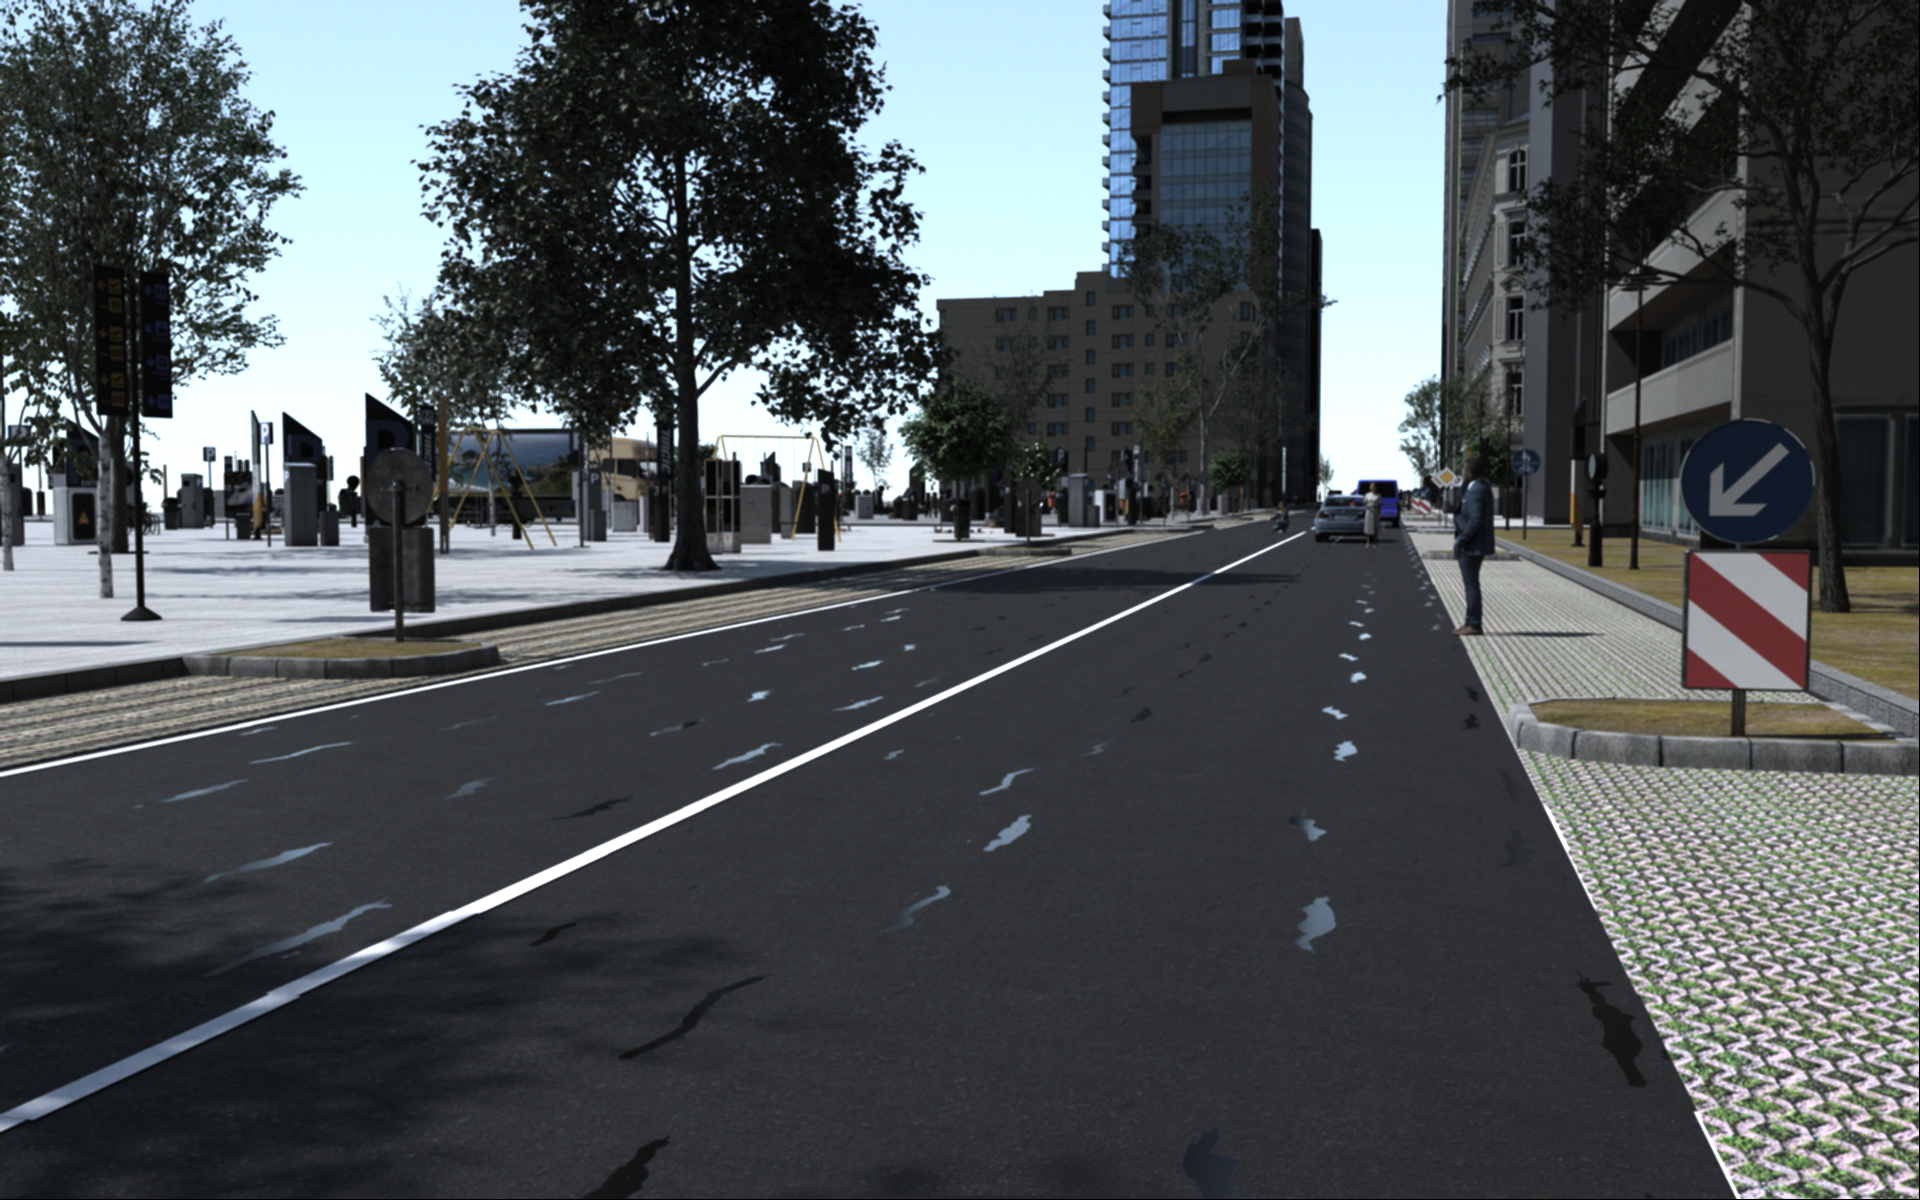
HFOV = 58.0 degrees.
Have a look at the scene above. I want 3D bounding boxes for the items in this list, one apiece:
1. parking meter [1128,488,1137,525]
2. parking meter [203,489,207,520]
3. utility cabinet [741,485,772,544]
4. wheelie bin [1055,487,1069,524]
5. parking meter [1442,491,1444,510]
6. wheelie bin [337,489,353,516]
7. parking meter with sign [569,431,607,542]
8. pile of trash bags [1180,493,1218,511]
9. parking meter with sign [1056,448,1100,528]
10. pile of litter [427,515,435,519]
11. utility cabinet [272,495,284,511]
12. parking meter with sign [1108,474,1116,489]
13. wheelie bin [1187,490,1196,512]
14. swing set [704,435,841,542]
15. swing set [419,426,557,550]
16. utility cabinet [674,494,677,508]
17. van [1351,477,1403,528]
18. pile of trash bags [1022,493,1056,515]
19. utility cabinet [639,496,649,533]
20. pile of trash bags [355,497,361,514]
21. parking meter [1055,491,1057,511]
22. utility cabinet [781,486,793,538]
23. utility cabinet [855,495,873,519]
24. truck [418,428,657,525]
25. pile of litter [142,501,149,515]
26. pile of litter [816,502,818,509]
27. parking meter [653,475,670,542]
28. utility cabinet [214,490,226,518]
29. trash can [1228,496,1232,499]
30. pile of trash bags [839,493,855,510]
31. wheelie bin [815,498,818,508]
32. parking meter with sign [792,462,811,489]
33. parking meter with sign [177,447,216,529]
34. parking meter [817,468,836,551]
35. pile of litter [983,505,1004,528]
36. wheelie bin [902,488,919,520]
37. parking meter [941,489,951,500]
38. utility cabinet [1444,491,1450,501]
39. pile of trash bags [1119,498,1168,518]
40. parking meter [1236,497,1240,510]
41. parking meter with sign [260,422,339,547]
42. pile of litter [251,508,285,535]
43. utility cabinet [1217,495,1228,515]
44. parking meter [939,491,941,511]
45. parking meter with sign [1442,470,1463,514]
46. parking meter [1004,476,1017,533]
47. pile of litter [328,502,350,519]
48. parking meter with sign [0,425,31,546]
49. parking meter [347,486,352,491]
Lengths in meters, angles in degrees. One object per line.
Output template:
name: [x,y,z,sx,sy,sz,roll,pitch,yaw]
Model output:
parking meter: [7.224,-3.931,72.682,0.372,1.533,0.369,0,3,0]
parking meter: [-37.223,-4.688,85.053,0.372,1.533,0.369,0,3,0]
utility cabinet: [-5.377,-2.151,43.844,1.173,1.500,0.318,0,4,-2]
wheelie bin: [4.527,-4.105,75.024,0.693,1.594,0.980,1,4,22]
parking meter: [37.938,-7.781,135.627,0.372,1.533,0.369,0,3,0]
wheelie bin: [-35.696,-5.678,100.748,0.693,1.594,0.980,2,4,32]
parking meter with sign: [-10.113,-3.124,47.334,0.543,3.016,1.738,-2,4,-31]
pile of trash bags: [18.729,-7.636,134.603,3.447,1.369,1.912,-1,4,-14]
parking meter with sign: [4.513,-4.257,65.862,1.738,3.016,0.543,2,4,35]
pile of litter: [-28.377,-4.696,90.752,1.719,0.858,1.176,1,4,23]
utility cabinet: [-39.123,-5.425,99.856,1.020,1.237,0.306,-1,4,-21]
parking meter with sign: [11.877,-8.114,128.930,1.738,3.016,0.543,-2,4,-32]
wheelie bin: [16.203,-6.931,121.226,0.693,1.594,0.980,0,4,6]
swing set: [-5.240,-2.986,46.434,3.119,2.851,2.862,-2,4,-32]
swing set: [-11.352,-2.681,41.457,2.862,2.851,3.119,0,4,-2]
utility cabinet: [-20.559,-7.247,127.162,0.318,1.500,1.173,2,4,31]
van: [18.123,-4.337,75.300,2.240,2.365,5.245,1,4,13]
pile of trash bags: [4.932,-5.944,106.934,1.912,1.369,3.447,-2,4,-30]
utility cabinet: [-10.453,-2.843,57.637,0.306,1.237,1.020,-1,4,-18]
pile of trash bags: [-37.731,-6.183,110.841,1.912,1.369,3.447,3,5,41]
parking meter: [7.593,-7.759,135.278,0.372,1.533,0.369,0,3,0]
utility cabinet: [-5.008,-2.536,50.140,0.318,1.500,1.173,0,4,-4]
utility cabinet: [-4.899,-4.745,88.748,1.020,1.237,0.306,-3,5,-44]
truck: [-17.816,-5.270,75.084,11.283,4.237,2.839,1,4,14]
pile of litter: [-48.790,-5.451,103.081,1.719,0.858,1.176,3,4,36]
pile of litter: [-9.015,-5.750,107.984,1.719,0.858,1.176,-3,5,-43]
parking meter: [-7.953,-2.473,46.144,0.255,1.863,0.399,3,4,38]
utility cabinet: [-43.076,-5.679,101.527,1.173,1.500,0.318,-2,4,-31]
trash can: [18.536,-6.605,119.650,0.748,1.137,0.748,0,3,0]
pile of trash bags: [-8.720,-7.936,139.506,3.447,1.369,1.912,3,5,44]
wheelie bin: [-11.323,-7.715,134.042,0.980,1.594,0.693,-1,4,-19]
parking meter with sign: [-8.930,-6.087,95.782,0.543,3.016,1.738,-3,5,-39]
parking meter with sign: [-28.501,-4.162,64.313,1.738,3.016,0.543,1,4,19]
parking meter: [-3.015,-2.049,39.215,0.399,1.863,0.255,0,4,4]
pile of litter: [1.633,-3.174,65.867,1.719,0.858,1.176,1,4,18]
wheelie bin: [-2.416,-4.684,84.483,0.693,1.594,0.980,-3,4,-36]
parking meter: [-0.617,-4.847,87.658,0.372,1.533,0.369,0,3,0]
utility cabinet: [33.089,-6.603,116.636,1.173,1.500,0.318,-2,4,-35]
pile of trash bags: [9.578,-5.078,92.770,1.912,1.369,3.447,3,4,39]
parking meter: [22.278,-7.988,139.008,0.372,1.533,0.369,0,3,0]
parking meter with sign: [-16.180,-2.829,42.523,0.543,3.016,1.738,3,5,44]
pile of litter: [-22.023,-2.504,54.901,1.719,0.858,1.176,-2,4,-30]
utility cabinet: [16.014,-5.770,105.496,0.306,1.237,1.020,2,4,31]
parking meter: [-1.375,-7.386,129.176,0.372,1.533,0.369,0,3,0]
parking meter with sign: [32.520,-7.188,113.780,1.738,3.016,0.543,-2,4,-26]
parking meter: [1.653,-3.111,56.579,0.255,1.863,0.399,-3,5,-43]
pile of litter: [-32.476,-4.657,90.099,1.719,0.858,1.176,3,5,44]
parking meter with sign: [-23.651,-2.849,42.846,0.543,3.016,1.738,0,4,-1]
parking meter: [-43.080,-7.131,122.309,0.255,1.863,0.399,-2,4,-33]
